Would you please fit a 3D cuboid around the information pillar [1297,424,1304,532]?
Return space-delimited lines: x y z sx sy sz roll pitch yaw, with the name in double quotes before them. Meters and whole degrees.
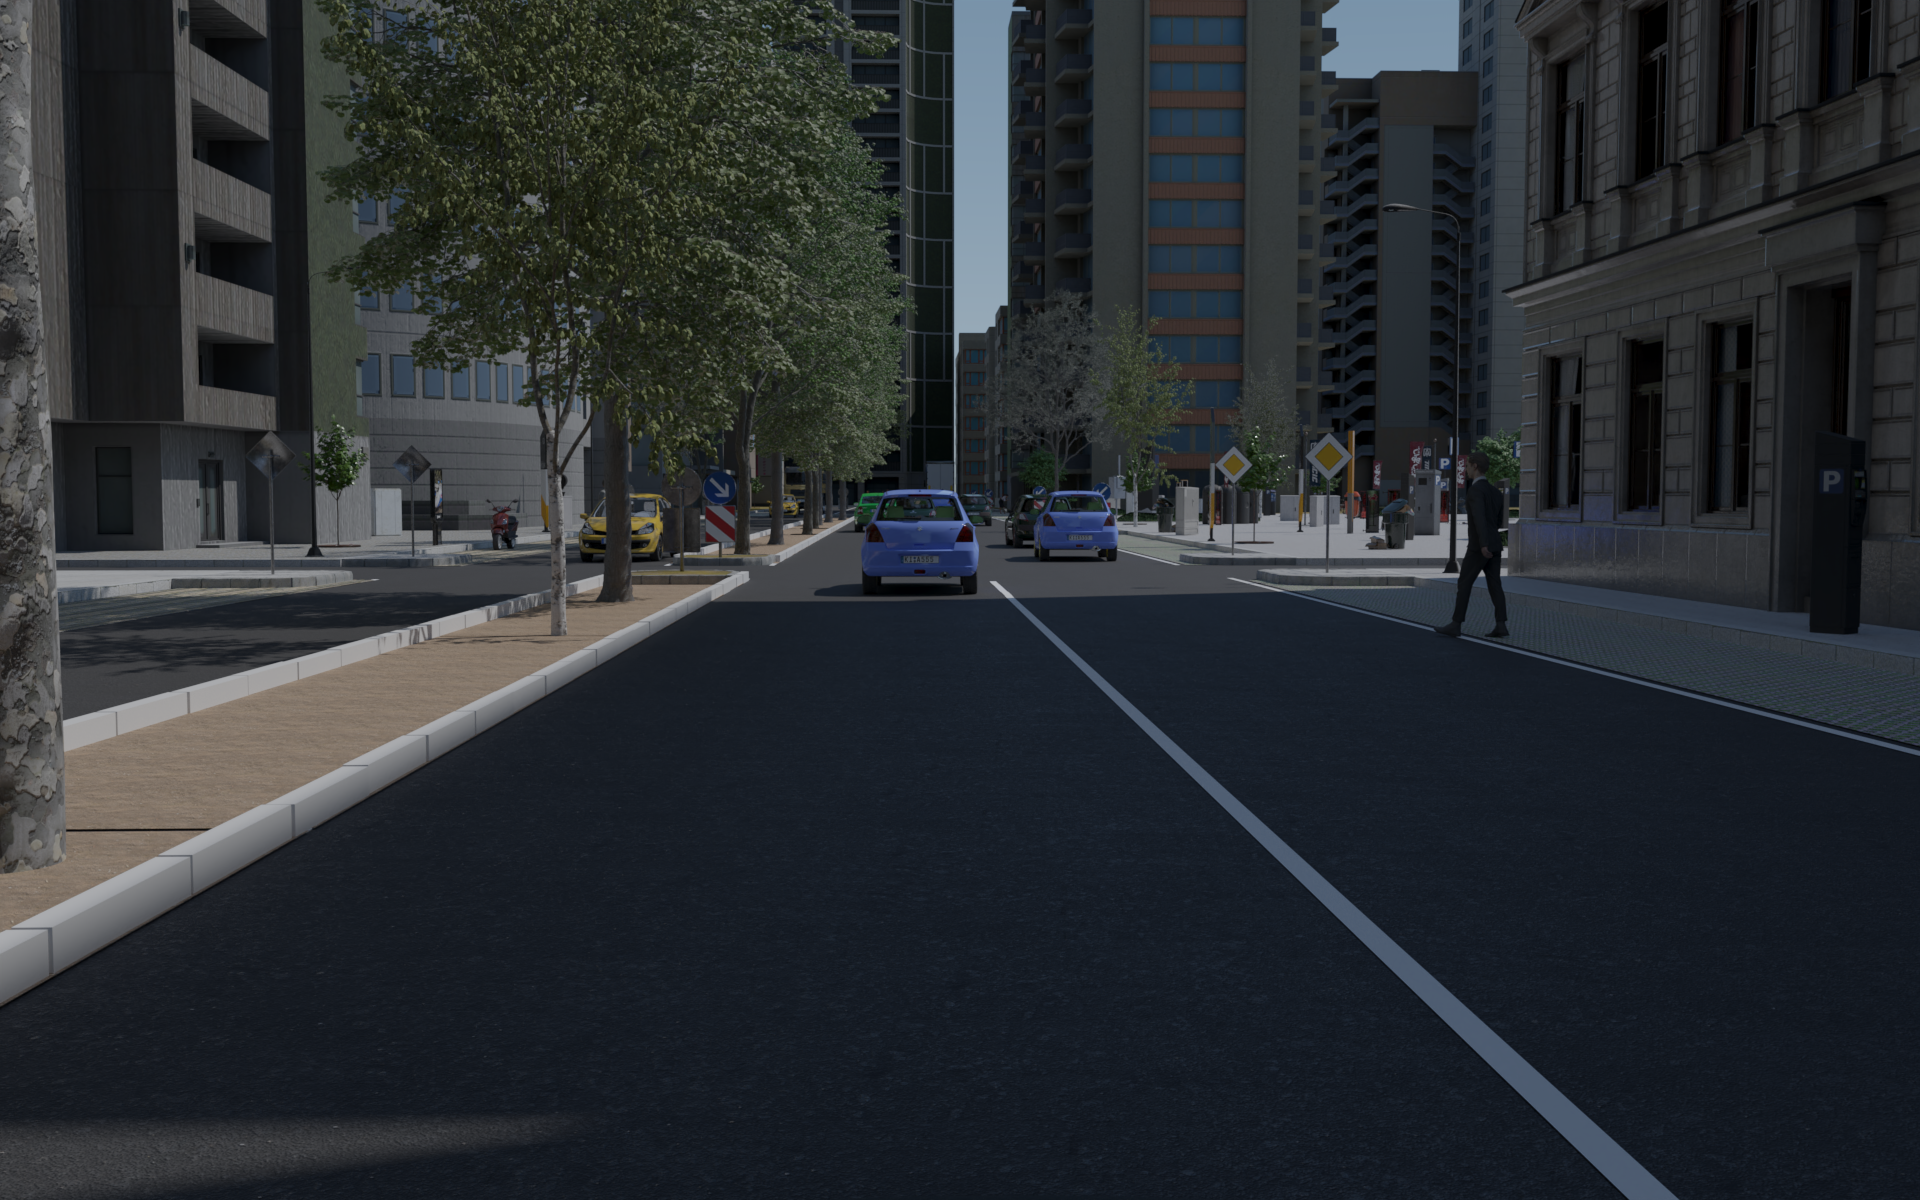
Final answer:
"information pillar" 11.444 -4.083 58.113 0.183 3.616 0.504 0 4 4

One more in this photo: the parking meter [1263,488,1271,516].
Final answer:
"parking meter" 18.083 -5.889 101.998 0.399 1.863 0.255 -1 4 -22

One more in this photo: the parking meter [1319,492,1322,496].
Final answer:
"parking meter" 22.385 -6.241 107.755 0.255 1.863 0.399 2 4 23

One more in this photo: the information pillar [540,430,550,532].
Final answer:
"information pillar" -13.994 -4.097 58.337 0.183 3.616 0.504 -2 4 -34

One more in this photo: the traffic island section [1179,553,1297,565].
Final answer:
"traffic island section" 5.720 -0.851 36.197 2.009 0.180 2.903 0 4 -2

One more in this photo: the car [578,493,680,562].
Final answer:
"car" -7.210 -1.699 38.002 2.015 1.641 3.980 0 4 0

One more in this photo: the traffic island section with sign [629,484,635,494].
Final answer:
"traffic island section with sign" -11.837 -3.215 61.201 1.989 1.847 2.006 0 4 -2

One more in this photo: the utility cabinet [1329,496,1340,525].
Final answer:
"utility cabinet" 15.464 -3.772 72.830 1.020 1.237 0.306 -1 4 -20

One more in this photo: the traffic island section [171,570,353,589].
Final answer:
"traffic island section" -10.983 -0.327 27.630 2.009 0.180 2.903 0 4 -2

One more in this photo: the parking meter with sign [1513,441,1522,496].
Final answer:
"parking meter with sign" 18.521 -3.674 56.328 0.543 3.016 1.738 0 4 -1

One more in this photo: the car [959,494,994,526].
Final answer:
"car" 0.555 -4.203 78.505 2.009 1.686 4.222 0 4 -1

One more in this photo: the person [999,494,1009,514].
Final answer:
"person" 3.167 -6.886 124.271 0.799 1.438 0.628 0 4 7

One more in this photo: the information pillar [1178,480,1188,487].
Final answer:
"information pillar" 11.758 -5.281 90.830 0.304 2.012 0.304 0 4 -7

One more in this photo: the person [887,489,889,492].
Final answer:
"person" -5.928 -8.107 140.911 0.709 1.838 0.599 3 4 36

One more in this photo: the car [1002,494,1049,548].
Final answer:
"car" 2.197 -2.300 47.392 2.009 1.686 4.222 0 4 -3

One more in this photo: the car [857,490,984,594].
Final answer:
"car" -0.598 -1.010 26.101 1.945 1.707 3.694 0 4 -1

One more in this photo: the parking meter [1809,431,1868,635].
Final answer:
"parking meter" 8.076 -0.624 15.920 0.255 1.863 0.399 -2 4 -35

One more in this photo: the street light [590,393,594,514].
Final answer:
"street light" -13.915 -5.836 67.952 1.470 5.913 1.316 0 4 -2

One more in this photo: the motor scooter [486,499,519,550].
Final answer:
"motor scooter" -11.716 -1.942 44.526 0.815 1.314 1.986 0 4 -1

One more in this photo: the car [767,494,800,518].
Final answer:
"car" -10.659 -5.789 104.879 2.015 1.641 3.980 0 4 -3

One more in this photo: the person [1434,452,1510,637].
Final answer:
"person" 5.129 -0.550 17.264 0.659 1.850 0.755 -3 5 -42

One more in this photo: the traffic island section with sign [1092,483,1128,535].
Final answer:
"traffic island section with sign" 4.832 -3.227 61.387 1.989 1.847 2.006 0 4 -2

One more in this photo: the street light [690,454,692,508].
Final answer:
"street light" -15.015 -7.805 100.151 1.470 5.913 1.316 0 4 -2

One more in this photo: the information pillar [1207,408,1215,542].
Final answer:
"information pillar" 6.815 -3.391 46.802 0.183 3.616 0.504 0 4 4

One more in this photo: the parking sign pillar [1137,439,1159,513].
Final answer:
"parking sign pillar" 9.325 -5.973 86.124 1.447 3.967 1.447 -2 4 -33

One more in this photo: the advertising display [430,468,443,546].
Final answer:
"advertising display" -13.124 -2.338 43.435 0.123 1.923 0.974 0 4 -6

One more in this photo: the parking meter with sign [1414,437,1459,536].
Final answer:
"parking meter with sign" 14.538 -3.519 53.802 1.738 3.016 0.543 3 5 44

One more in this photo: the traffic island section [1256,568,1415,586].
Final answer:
"traffic island section" 5.999 -0.363 28.217 2.009 0.180 2.903 0 4 -2

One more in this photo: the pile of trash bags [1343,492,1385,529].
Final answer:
"pile of trash bags" 15.736 -3.271 63.238 3.447 1.369 1.912 1 4 21

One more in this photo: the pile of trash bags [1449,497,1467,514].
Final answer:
"pile of trash bags" 31.982 -6.164 110.535 1.912 1.369 3.447 3 5 40

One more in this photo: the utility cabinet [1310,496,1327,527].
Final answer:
"utility cabinet" 13.987 -3.469 67.878 0.306 1.237 1.020 2 4 27

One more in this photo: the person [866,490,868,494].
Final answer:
"person" -9.947 -10.866 186.182 1.348 1.821 0.705 1 4 15

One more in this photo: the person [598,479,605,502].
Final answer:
"person" -8.567 -2.051 42.135 0.767 1.812 0.694 0 4 -5

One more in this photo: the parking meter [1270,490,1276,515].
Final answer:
"parking meter" 18.926 -5.896 104.804 0.372 1.533 0.369 0 3 0

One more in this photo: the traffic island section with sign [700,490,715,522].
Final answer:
"traffic island section with sign" -12.771 -4.863 88.140 1.989 1.847 2.006 0 4 -2

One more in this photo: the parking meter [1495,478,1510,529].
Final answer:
"parking meter" 20.013 -3.551 63.770 0.399 1.863 0.255 -3 4 -37

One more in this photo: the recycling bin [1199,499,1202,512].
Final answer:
"recycling bin" 12.645 -4.826 91.451 0.722 1.027 0.722 3 5 41

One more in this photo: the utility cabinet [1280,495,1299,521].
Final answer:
"utility cabinet" 15.781 -4.366 82.550 1.020 1.237 0.306 1 4 8

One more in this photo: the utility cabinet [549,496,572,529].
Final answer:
"utility cabinet" -14.653 -3.202 63.518 0.306 1.237 1.020 2 4 26

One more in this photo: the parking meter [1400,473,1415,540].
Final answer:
"parking meter" 12.433 -2.595 48.135 0.255 1.863 0.399 3 5 44

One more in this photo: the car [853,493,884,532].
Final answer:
"car" -3.117 -3.518 66.309 1.959 1.807 4.718 0 4 -2

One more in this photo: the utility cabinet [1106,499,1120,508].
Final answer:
"utility cabinet" 9.613 -6.158 109.369 1.173 1.500 0.318 -3 5 -41

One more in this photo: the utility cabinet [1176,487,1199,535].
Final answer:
"utility cabinet" 7.102 -2.774 54.034 0.318 1.500 1.173 2 4 30

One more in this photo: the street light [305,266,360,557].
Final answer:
"street light" -12.683 -3.840 35.319 1.470 5.913 1.316 0 4 -2

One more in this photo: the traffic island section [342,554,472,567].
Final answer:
"traffic island section" -11.262 -0.815 35.610 2.009 0.180 2.903 0 4 -2

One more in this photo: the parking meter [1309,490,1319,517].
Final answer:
"parking meter" 19.424 -5.481 95.330 0.255 1.863 0.399 2 4 35

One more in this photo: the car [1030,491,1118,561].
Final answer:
"car" 2.519 -1.753 38.248 1.945 1.707 3.694 0 4 0

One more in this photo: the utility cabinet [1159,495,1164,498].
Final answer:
"utility cabinet" 10.637 -5.095 94.471 1.020 1.237 0.306 2 4 35

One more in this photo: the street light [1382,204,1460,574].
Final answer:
"street light" 7.457 -3.387 27.926 1.470 5.913 1.316 0 4 -2

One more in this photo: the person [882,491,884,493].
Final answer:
"person" -7.991 -10.376 178.860 1.217 1.743 0.721 -1 4 -19
